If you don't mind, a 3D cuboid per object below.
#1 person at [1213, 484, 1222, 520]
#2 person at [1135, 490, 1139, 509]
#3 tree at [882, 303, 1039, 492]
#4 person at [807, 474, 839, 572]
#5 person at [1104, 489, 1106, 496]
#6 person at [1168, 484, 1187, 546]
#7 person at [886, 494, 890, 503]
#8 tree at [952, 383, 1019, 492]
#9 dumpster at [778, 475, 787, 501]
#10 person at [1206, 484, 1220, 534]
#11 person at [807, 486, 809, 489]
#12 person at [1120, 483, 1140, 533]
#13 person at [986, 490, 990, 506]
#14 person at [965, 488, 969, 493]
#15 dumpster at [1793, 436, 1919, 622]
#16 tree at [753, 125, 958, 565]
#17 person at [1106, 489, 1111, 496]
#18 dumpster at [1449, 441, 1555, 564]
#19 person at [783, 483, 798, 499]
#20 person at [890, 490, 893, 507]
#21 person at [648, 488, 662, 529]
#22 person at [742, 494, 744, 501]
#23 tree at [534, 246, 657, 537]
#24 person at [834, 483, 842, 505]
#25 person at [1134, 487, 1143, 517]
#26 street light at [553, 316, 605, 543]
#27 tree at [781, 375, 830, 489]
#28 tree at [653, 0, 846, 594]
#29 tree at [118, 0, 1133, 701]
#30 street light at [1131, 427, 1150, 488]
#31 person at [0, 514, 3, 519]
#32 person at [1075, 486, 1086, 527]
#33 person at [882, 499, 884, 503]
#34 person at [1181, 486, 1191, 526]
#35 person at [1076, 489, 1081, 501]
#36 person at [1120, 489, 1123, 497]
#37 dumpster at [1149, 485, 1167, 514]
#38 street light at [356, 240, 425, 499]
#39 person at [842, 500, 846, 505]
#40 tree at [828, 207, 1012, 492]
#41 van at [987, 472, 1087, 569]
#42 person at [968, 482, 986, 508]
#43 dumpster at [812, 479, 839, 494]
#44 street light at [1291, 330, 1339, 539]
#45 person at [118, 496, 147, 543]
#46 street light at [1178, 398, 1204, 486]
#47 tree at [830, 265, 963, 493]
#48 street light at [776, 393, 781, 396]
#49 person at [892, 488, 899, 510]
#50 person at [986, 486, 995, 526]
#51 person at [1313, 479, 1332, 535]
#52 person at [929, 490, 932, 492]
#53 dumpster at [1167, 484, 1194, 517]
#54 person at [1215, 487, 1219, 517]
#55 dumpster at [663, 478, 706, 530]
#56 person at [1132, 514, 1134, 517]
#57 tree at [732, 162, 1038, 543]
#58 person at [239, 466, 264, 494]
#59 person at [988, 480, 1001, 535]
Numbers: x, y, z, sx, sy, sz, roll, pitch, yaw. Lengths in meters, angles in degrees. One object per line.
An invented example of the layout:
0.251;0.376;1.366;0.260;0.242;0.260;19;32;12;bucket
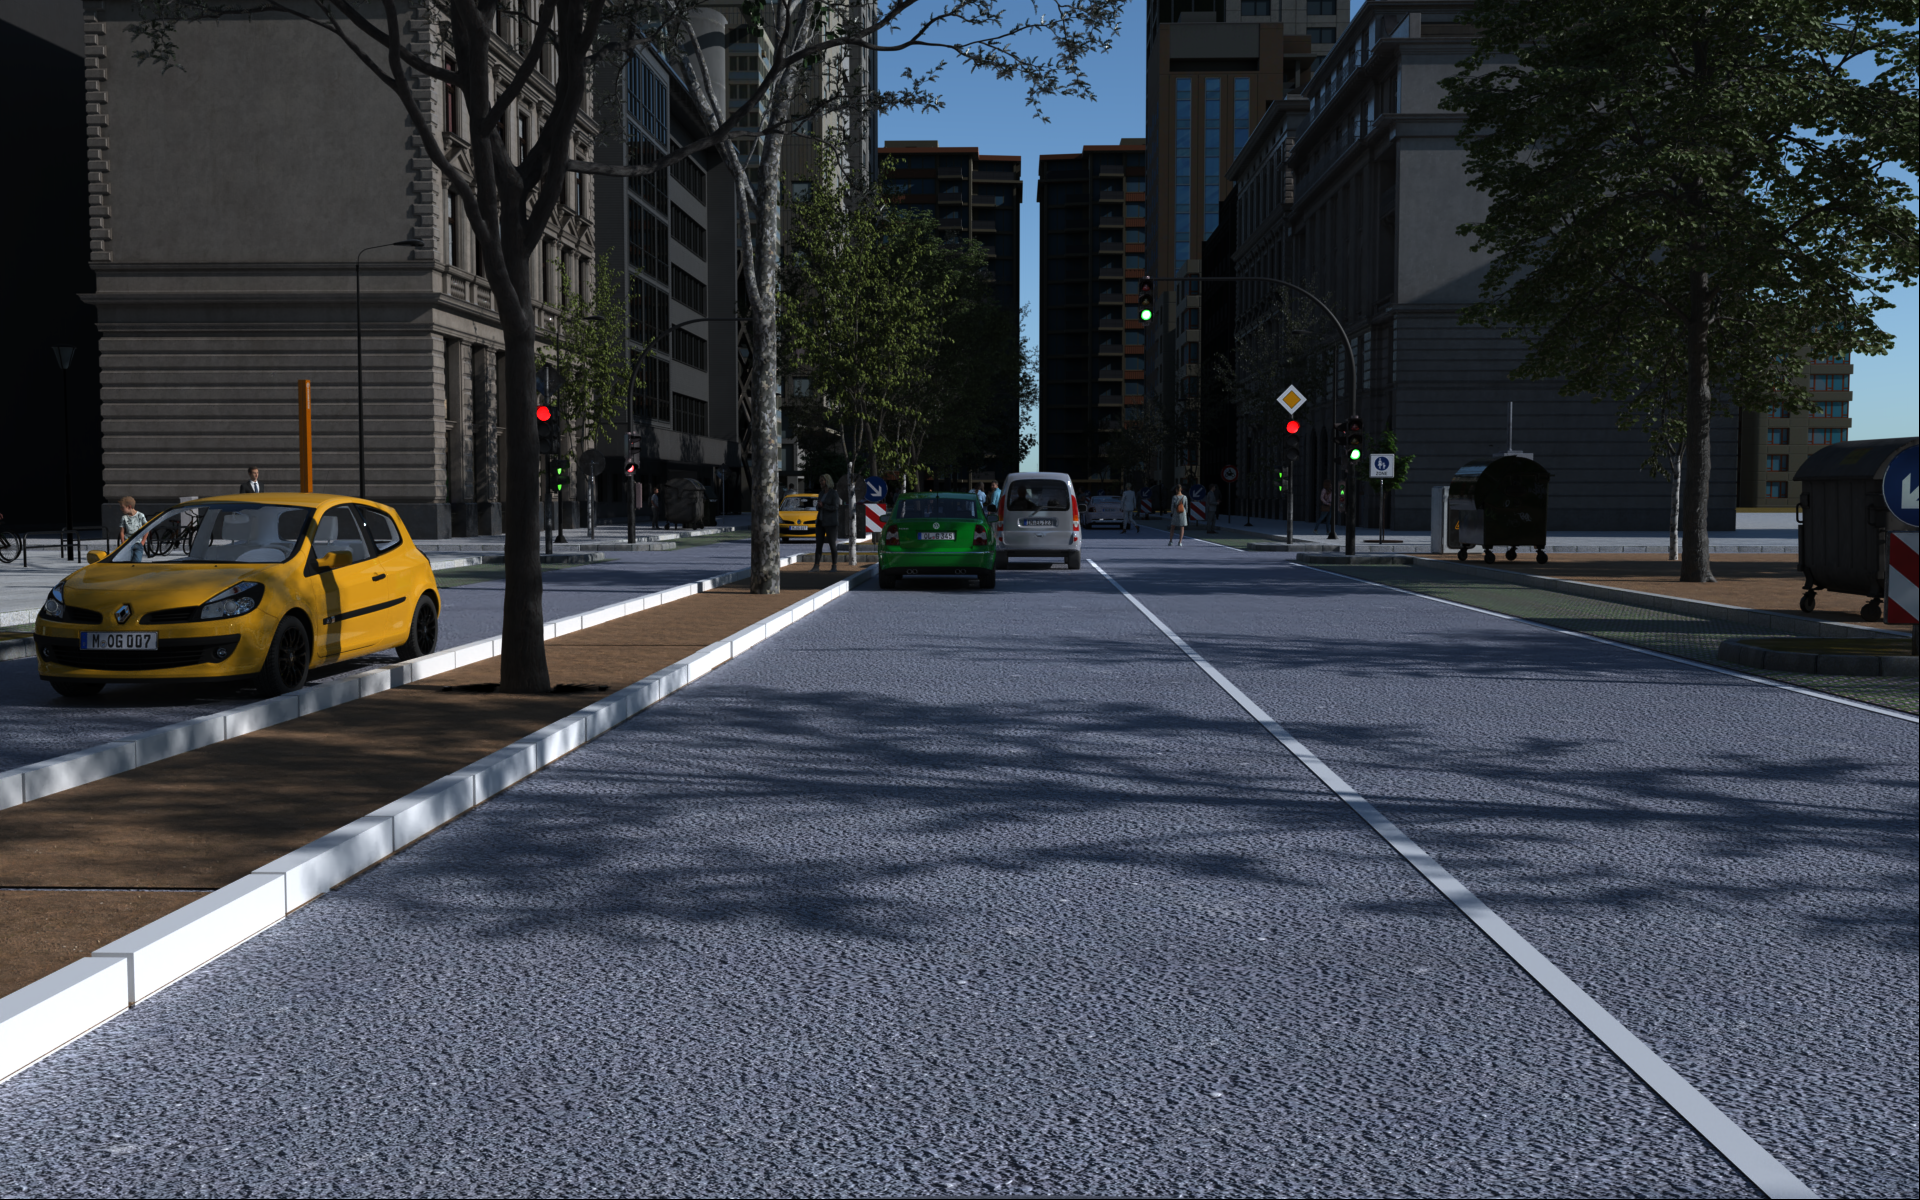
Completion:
12.868;-4.961;87.546;0.661;1.777;0.834;-1;4;-13;person
15.781;-8.897;152.188;1.217;1.739;0.721;-3;4;-36;person
-0.656;-10.449;90.311;9.611;12.733;9.660;0;3;0;tree
-2.450;-1.399;31.551;0.526;1.800;0.537;-3;5;-42;person
16.028;-11.357;191.357;0.705;1.869;1.348;0;4;-8;person
6.063;-2.355;48.005;0.512;1.701;0.522;-1;4;-9;person
-7.348;-10.070;170.697;0.705;1.823;1.348;3;4;36;person
-0.218;-10.537;100.497;9.928;11.665;9.643;0;3;0;tree
-9.348;-5.077;85.503;1.502;2.255;1.985;0;4;2;dumpster
9.156;-3.288;62.453;0.583;1.804;0.606;0;4;-1;person
-9.791;-6.467;112.191;0.576;1.772;0.534;-1;4;-10;person
6.147;-3.324;62.731;0.818;1.842;0.514;3;5;43;person
2.615;-8.862;153.919;0.617;1.759;0.750;0;4;5;person
0.483;-6.518;115.052;0.713;1.824;0.794;2;4;28;person
9.655;-0.747;17.969;1.264;1.857;1.865;0;4;2;dumpster
-2.113;-4.972;34.119;4.737;8.622;4.395;0;3;0;tree
15.949;-11.018;186.189;0.705;1.824;1.348;2;4;32;person
10.144;-1.832;32.453;1.502;2.255;1.985;0;4;2;dumpster
-6.431;-3.519;65.881;0.661;1.843;0.795;0;4;-4;person
-6.807;-10.216;173.781;0.721;1.736;1.217;0;4;3;person
-11.082;-3.327;63.029;0.523;1.515;0.503;-2;4;-24;person
-15.443;-6.995;120.185;0.659;1.850;0.755;2;4;33;person
-11.177;-6.222;52.095;4.737;8.622;4.395;0;3;0;tree
-4.103;-2.956;57.107;0.678;1.792;0.850;2;4;30;person
10.184;-5.467;97.998;0.853;1.813;0.709;2;4;27;person
-9.942;-4.447;45.250;1.470;5.913;1.316;0;4;2;street light
-8.799;-9.370;103.554;4.360;8.622;3.978;0;3;0;tree
-3.974;-10.197;25.065;12.611;20.169;13.585;0;3;0;tree
-3.114;-6.062;11.946;12.009;13.543;11.850;0;3;0;tree
12.502;-8.982;119.399;1.470;5.913;1.316;0;4;2;street light
-16.565;-1.388;29.005;0.850;1.792;0.678;0;4;0;person
5.232;-4.101;75.911;0.532;1.782;0.716;-1;4;-12;person
-8.468;-11.158;191.701;0.421;1.427;0.697;1;4;13;person
9.339;-3.903;72.716;0.661;1.777;0.834;-2;4;-28;person
7.651;-6.209;110.263;0.600;1.795;0.529;1;4;16;person
15.602;-9.732;165.895;0.721;1.736;1.217;1;4;22;person
12.738;-6.456;111.315;1.264;1.857;1.865;0;4;2;dumpster
-10.469;-3.623;31.783;1.470;5.913;1.316;0;4;2;street light
-4.224;-3.186;60.582;0.794;1.824;0.713;3;5;39;person
-1.680;-9.054;68.624;7.486;12.596;7.792;0;3;0;tree
1.528;-1.671;34.333;2.013;2.044;4.112;0;4;2;van
0.427;-2.509;49.782;0.793;1.790;0.793;-3;4;-37;person
-6.891;-5.349;92.414;1.985;2.255;1.502;0;4;4;dumpster
10.068;-4.685;49.142;1.470;5.913;1.316;0;4;2;street light
-11.163;-0.776;23.411;0.332;1.250;0.352;1;4;13;person
11.287;-6.830;84.204;1.470;5.913;1.316;0;4;2;street light
-1.823;-6.252;55.043;4.360;8.622;3.978;0;3;0;tree
-8.916;-6.556;79.729;1.470;5.913;1.316;0;4;2;street light
-3.771;-5.701;102.194;0.515;1.767;0.782;2;4;27;person
1.201;-3.205;61.457;0.519;1.759;0.362;1;4;22;person
11.447;-2.923;54.416;0.643;1.750;0.593;2;4;35;person
-2.253;-7.439;130.678;0.990;1.755;0.434;0;4;1;person
12.294;-5.496;95.613;1.264;1.857;1.865;0;4;2;dumpster
14.428;-5.623;98.155;0.526;1.800;0.537;2;4;26;person
-9.943;-3.465;62.417;1.264;1.857;1.865;0;4;2;dumpster
10.494;-6.063;107.728;0.694;1.812;0.767;-3;4;-36;person
-2.234;-6.756;47.327;8.767;10.594;7.601;0;4;2;tree
-14.488;-1.826;35.677;0.755;1.850;0.659;3;5;40;person
1.114;-2.621;51.222;0.748;1.841;0.638;3;5;44;person
